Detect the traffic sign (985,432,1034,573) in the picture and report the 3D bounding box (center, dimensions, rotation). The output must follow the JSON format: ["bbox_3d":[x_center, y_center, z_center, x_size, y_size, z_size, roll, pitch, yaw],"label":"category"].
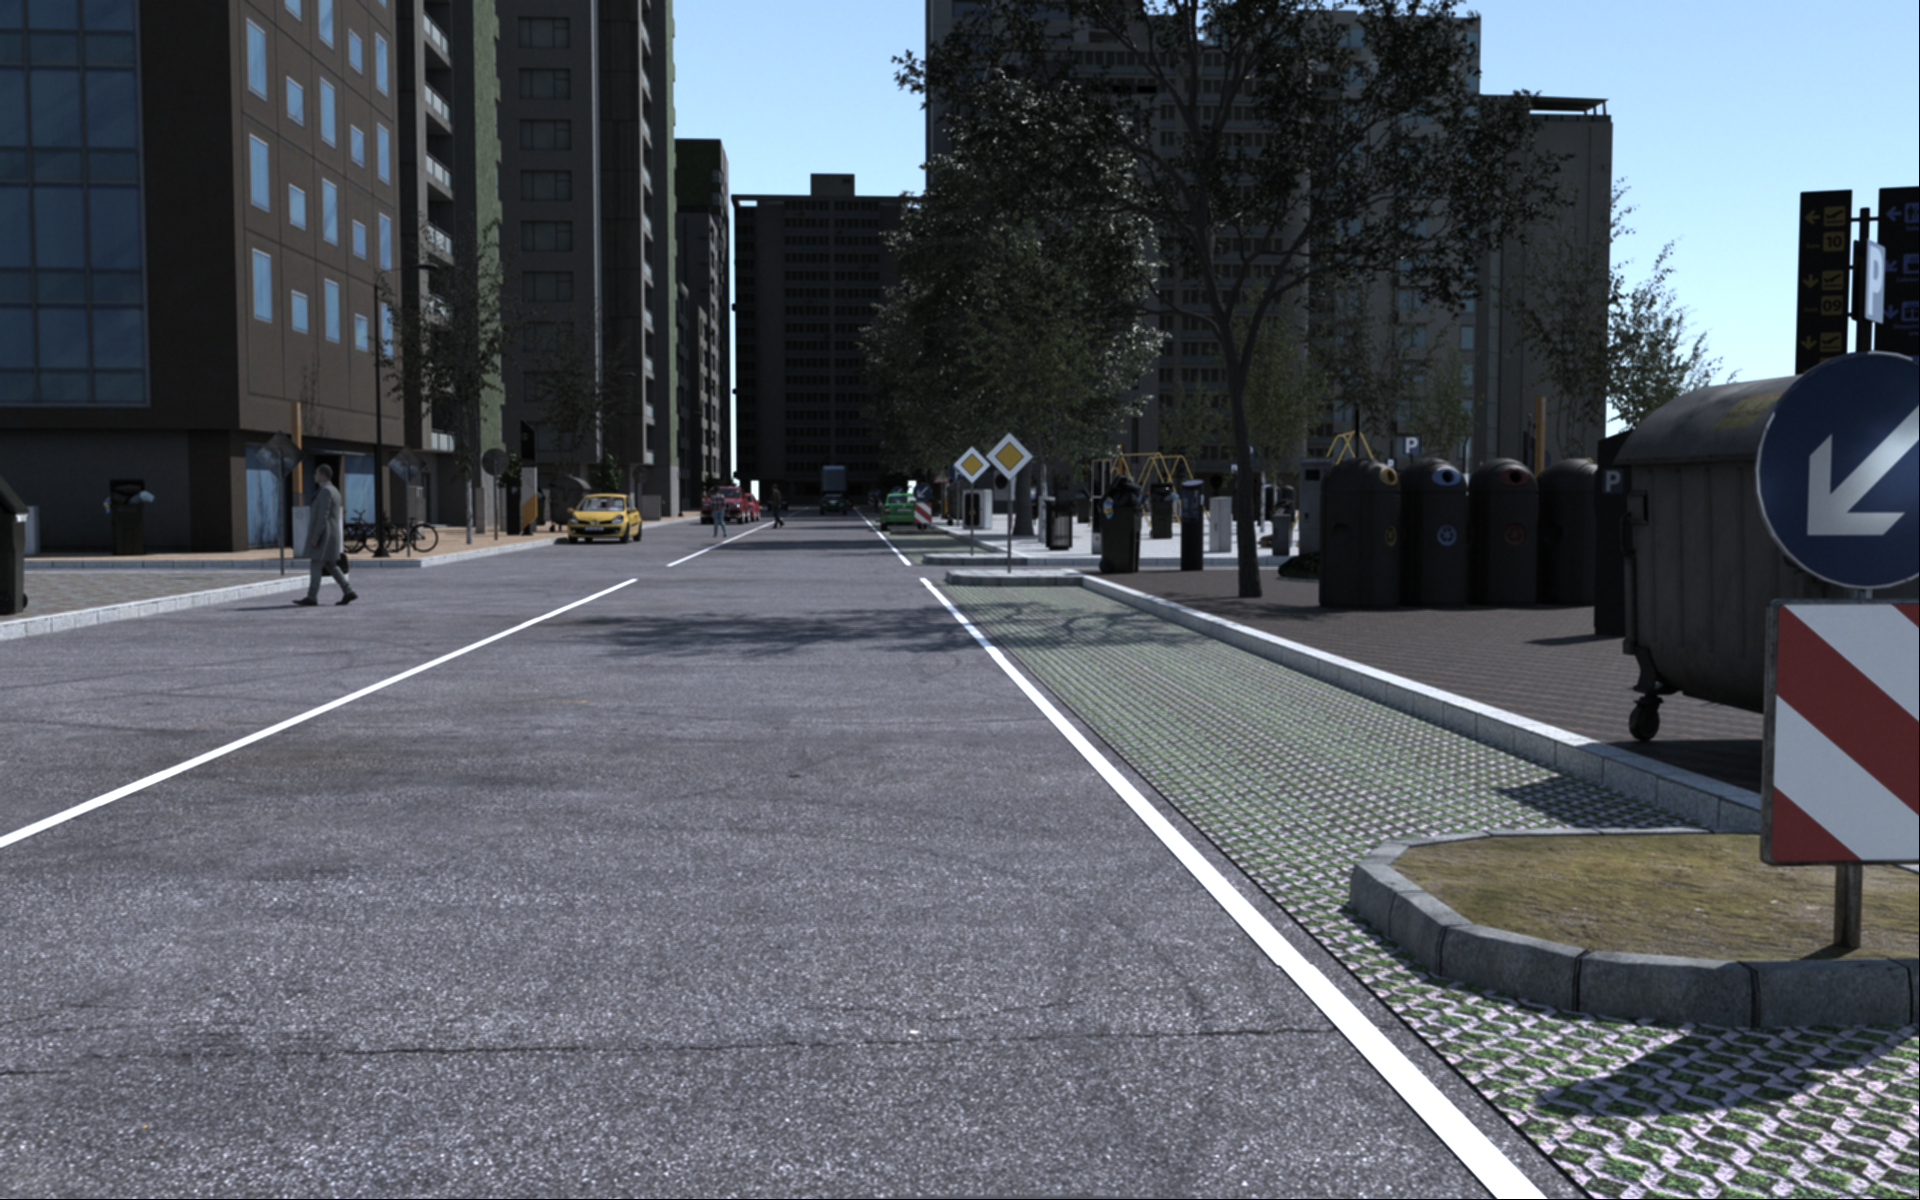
[{"bbox_3d":[0.795,-1.490,27.998,0.795,2.450,0.064,0,4,-4],"label":"traffic sign"}]

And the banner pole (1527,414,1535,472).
[{"bbox_3d":[18.000,-3.931,54.291,0.401,3.779,0.863,-2,4,-31],"label":"banner pole"}]

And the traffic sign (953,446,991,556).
[{"bbox_3d":[0.247,-1.977,35.964,0.795,2.450,0.064,0,4,-4],"label":"traffic sign"}]

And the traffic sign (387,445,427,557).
[{"bbox_3d":[-11.221,-1.930,35.200,0.795,2.450,0.064,0,4,-4],"label":"traffic sign"}]

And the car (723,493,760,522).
[{"bbox_3d":[-11.449,-4.964,90.199,2.155,1.783,4.494,0,4,-2],"label":"car"}]

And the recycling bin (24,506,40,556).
[{"bbox_3d":[-19.498,-1.424,35.837,0.722,1.027,0.722,-1,4,-21],"label":"recycling bin"}]

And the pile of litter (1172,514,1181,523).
[{"bbox_3d":[9.541,-3.929,78.211,1.719,0.858,1.176,0,4,1],"label":"pile of litter"}]

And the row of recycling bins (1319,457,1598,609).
[{"bbox_3d":[5.826,-0.787,19.976,3.534,1.692,1.069,-1,4,-13],"label":"row of recycling bins"}]

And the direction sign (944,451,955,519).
[{"bbox_3d":[-0.551,-6.019,90.403,0.379,3.537,0.876,-3,5,-41],"label":"direction sign"}]

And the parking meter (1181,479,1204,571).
[{"bbox_3d":[3.901,-1.265,29.089,0.372,1.533,0.369,0,3,0],"label":"parking meter"}]

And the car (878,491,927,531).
[{"bbox_3d":[-2.256,-3.646,68.405,1.959,1.807,4.718,0,4,-3],"label":"car"}]

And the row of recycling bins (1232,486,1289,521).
[{"bbox_3d":[14.701,-4.670,83.471,3.534,1.692,1.069,-2,4,-29],"label":"row of recycling bins"}]

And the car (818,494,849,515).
[{"bbox_3d":[-8.757,-6.619,120.024,2.131,1.459,4.920,0,4,-3],"label":"car"}]

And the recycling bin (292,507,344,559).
[{"bbox_3d":[-12.842,-1.352,34.651,0.722,1.027,0.722,1,4,11],"label":"recycling bin"}]

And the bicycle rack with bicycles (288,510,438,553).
[{"bbox_3d":[-13.029,-1.525,38.311,2.925,0.926,2.852,0,4,-4],"label":"bicycle rack with bicycles"}]

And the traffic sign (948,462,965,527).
[{"bbox_3d":[-0.082,-4.146,67.895,0.768,2.556,0.104,0,4,5],"label":"traffic sign"}]

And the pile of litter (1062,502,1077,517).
[{"bbox_3d":[6.233,-5.243,99.681,1.176,0.858,1.719,1,4,18],"label":"pile of litter"}]

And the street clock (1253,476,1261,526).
[{"bbox_3d":[12.001,-3.951,69.168,0.358,2.002,0.471,0,4,-2],"label":"street clock"}]

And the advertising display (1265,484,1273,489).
[{"bbox_3d":[19.605,-6.489,111.308,0.974,1.923,0.123,0,4,-8],"label":"advertising display"}]

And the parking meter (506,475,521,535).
[{"bbox_3d":[-13.991,-2.970,54.275,0.399,1.863,0.255,-3,4,-37],"label":"parking meter"}]

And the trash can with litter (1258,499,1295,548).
[{"bbox_3d":[7.525,-1.837,41.427,0.624,1.170,1.055,-2,4,-30],"label":"trash can with litter"}]

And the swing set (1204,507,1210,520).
[{"bbox_3d":[8.528,-4.516,71.455,2.862,2.851,3.119,-1,4,-19],"label":"swing set"}]

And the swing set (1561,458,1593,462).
[{"bbox_3d":[27.408,-4.871,77.259,2.862,2.851,3.119,0,4,-3],"label":"swing set"}]

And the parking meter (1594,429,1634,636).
[{"bbox_3d":[5.998,-0.614,15.754,0.255,1.863,0.399,-2,4,-31],"label":"parking meter"}]

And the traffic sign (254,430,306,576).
[{"bbox_3d":[-10.674,-1.443,27.233,0.795,2.450,0.064,0,4,-4],"label":"traffic sign"}]

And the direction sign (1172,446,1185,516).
[{"bbox_3d":[10.421,-5.540,82.578,0.379,3.537,0.876,-2,4,-33],"label":"direction sign"}]

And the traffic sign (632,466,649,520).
[{"bbox_3d":[-14.612,-4.843,79.282,0.768,2.556,0.104,0,4,-1],"label":"traffic sign"}]

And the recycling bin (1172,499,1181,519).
[{"bbox_3d":[10.429,-4.375,84.091,0.722,1.027,0.722,0,4,-7],"label":"recycling bin"}]

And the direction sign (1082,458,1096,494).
[{"bbox_3d":[8.027,-7.068,107.565,0.876,3.537,0.379,1,4,18],"label":"direction sign"}]

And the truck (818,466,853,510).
[{"bbox_3d":[-11.348,-10.309,158.309,2.967,4.110,18.799,0,4,-6],"label":"truck"}]

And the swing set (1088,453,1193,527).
[{"bbox_3d":[6.948,-4.229,66.763,2.862,2.851,3.119,-2,4,-26],"label":"swing set"}]

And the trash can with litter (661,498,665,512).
[{"bbox_3d":[-15.021,-4.547,85.732,0.624,1.170,1.055,0,4,2],"label":"trash can with litter"}]

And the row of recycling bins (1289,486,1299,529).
[{"bbox_3d":[13.692,-3.356,61.978,3.534,1.692,1.069,-1,4,-21],"label":"row of recycling bins"}]

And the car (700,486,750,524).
[{"bbox_3d":[-11.307,-4.582,83.596,2.281,1.827,5.304,0,4,-2],"label":"car"}]

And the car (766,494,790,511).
[{"bbox_3d":[-15.581,-8.457,148.050,2.009,1.686,4.222,0,4,-6],"label":"car"}]

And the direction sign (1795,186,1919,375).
[{"bbox_3d":[6.715,-1.281,12.949,0.876,3.537,0.379,1,4,18],"label":"direction sign"}]

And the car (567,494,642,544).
[{"bbox_3d":[-10.495,-2.508,51.235,2.015,1.641,3.980,0,4,-2],"label":"car"}]

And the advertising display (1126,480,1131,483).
[{"bbox_3d":[7.625,-4.538,79.402,0.123,1.923,0.974,-1,4,-18],"label":"advertising display"}]

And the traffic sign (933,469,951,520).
[{"bbox_3d":[-0.899,-5.188,84.829,0.884,2.594,0.081,0,4,1],"label":"traffic sign"}]

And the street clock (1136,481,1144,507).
[{"bbox_3d":[9.821,-5.504,94.563,0.358,2.002,0.471,-2,4,-31],"label":"street clock"}]

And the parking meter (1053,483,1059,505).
[{"bbox_3d":[5.148,-5.353,93.239,0.255,1.863,0.399,-1,4,-8],"label":"parking meter"}]

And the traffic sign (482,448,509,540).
[{"bbox_3d":[-12.920,-2.939,48.158,0.768,2.556,0.104,0,4,1],"label":"traffic sign"}]

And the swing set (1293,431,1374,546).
[{"bbox_3d":[9.815,-2.824,43.791,2.862,2.851,3.119,0,4,5],"label":"swing set"}]

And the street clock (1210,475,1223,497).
[{"bbox_3d":[9.653,-3.713,65.280,0.471,2.002,0.358,0,4,7],"label":"street clock"}]

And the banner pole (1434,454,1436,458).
[{"bbox_3d":[29.473,-7.242,108.423,0.863,3.779,0.401,2,4,26],"label":"banner pole"}]
